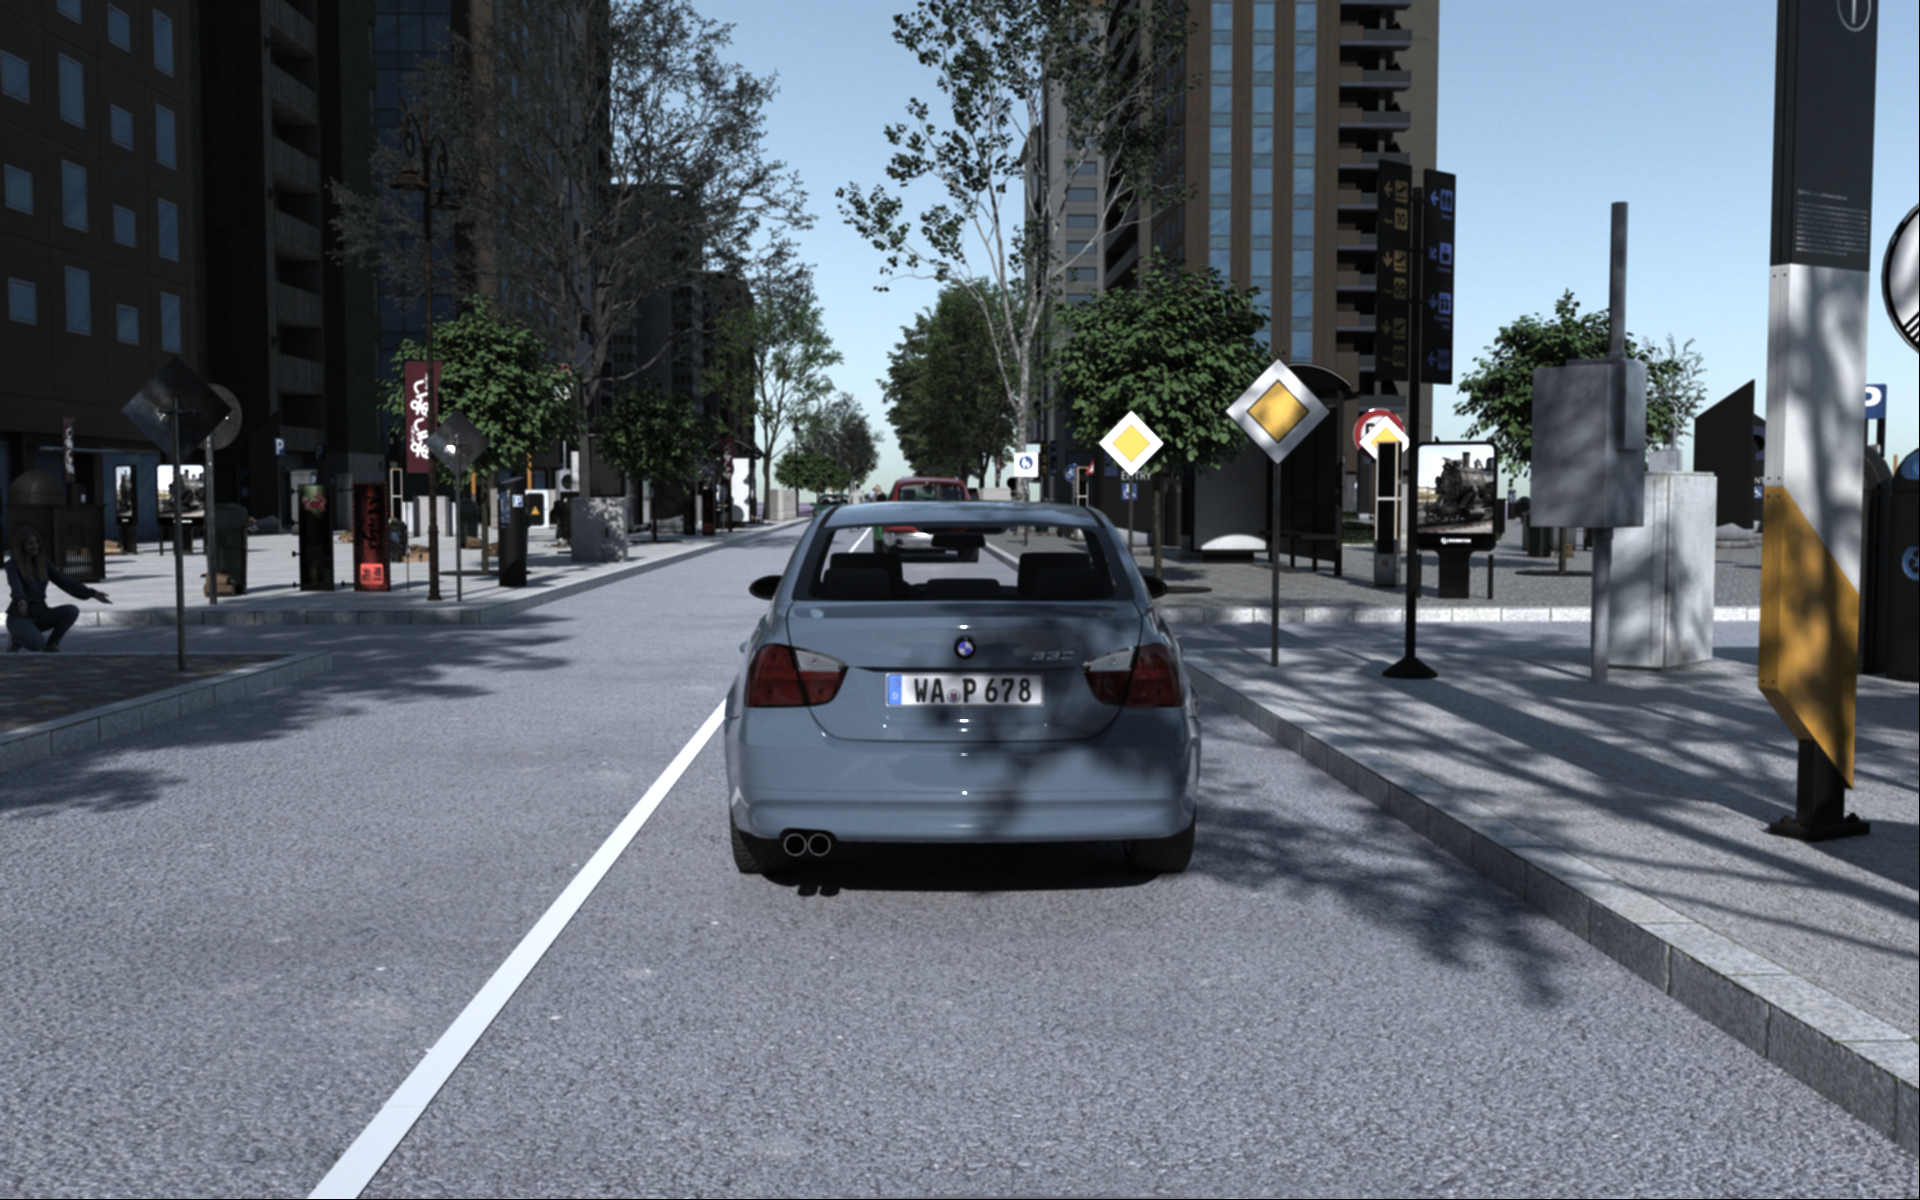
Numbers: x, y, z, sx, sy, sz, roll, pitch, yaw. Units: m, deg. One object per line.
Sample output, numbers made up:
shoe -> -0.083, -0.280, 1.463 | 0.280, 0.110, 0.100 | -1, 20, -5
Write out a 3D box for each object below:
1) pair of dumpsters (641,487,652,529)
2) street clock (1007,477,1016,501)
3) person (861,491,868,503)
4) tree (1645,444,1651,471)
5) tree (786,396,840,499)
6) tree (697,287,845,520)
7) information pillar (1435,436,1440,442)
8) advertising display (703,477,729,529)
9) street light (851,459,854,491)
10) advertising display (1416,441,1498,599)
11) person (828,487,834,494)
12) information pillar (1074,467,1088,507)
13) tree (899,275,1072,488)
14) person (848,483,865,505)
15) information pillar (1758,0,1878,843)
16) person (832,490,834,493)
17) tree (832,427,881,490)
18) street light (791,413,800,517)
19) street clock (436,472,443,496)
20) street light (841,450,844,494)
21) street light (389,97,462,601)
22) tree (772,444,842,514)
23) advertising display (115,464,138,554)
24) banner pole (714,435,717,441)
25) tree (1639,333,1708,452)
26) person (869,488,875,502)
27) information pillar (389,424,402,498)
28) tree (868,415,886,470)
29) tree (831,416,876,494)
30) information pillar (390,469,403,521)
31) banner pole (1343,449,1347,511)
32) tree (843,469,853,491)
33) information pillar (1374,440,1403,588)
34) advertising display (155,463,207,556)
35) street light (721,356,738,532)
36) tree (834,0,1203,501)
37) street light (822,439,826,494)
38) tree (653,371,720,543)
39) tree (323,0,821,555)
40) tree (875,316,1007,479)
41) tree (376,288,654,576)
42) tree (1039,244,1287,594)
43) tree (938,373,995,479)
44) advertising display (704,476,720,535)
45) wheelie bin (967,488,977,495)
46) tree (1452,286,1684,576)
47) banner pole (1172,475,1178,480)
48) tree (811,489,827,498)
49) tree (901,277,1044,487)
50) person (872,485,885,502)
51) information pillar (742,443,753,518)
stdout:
pair of dumpsters -> -12.109, -3.757, 63.925 | 1.574, 2.255, 4.437 | 0, 4, -2
street clock -> 2.297, -4.327, 75.311 | 0.471, 2.002, 0.358 | 2, 4, 29
person -> -8.798, -9.084, 157.738 | 0.721, 1.743, 1.217 | 3, 4, 37
tree -> 21.840, -3.740, 55.747 | 1.663, 3.219, 1.824 | 0, 3, 0
tree -> -10.721, -10.885, 128.330 | 4.360, 8.622, 3.978 | 0, 3, 0
tree -> -9.518, -9.779, 85.644 | 9.928, 11.665, 9.643 | 0, 3, 0
information pillar -> 19.289, -4.803, 69.889 | 0.183, 3.616, 0.504 | -1, 4, -12
advertising display -> -8.916, -3.554, 63.324 | 0.974, 1.923, 0.123 | 1, 4, 10
street light -> -13.517, -14.974, 217.617 | 0.468, 5.910, 1.993 | 0, 4, -2
advertising display -> 6.075, -0.981, 21.245 | 0.974, 1.923, 0.123 | 1, 4, 21
person -> -6.634, -4.933, 89.378 | 0.641, 1.798, 0.478 | -1, 4, -20
information pillar -> 3.284, -2.602, 47.043 | 0.304, 2.012, 0.304 | -1, 4, -15
tree -> 1.187, -9.498, 81.052 | 9.928, 11.665, 9.643 | 0, 3, 0
person -> -3.905, -3.476, 65.185 | 0.661, 1.843, 0.795 | 1, 4, 13
information pillar -> 3.172, -0.919, 6.383 | 0.504, 3.616, 0.183 | -2, 4, -30
person -> -7.507, -5.680, 102.298 | 0.756, 1.711, 0.436 | 3, 4, 37
tree -> -14.666, -18.417, 235.527 | 8.767, 10.594, 7.601 | 1, 4, 9
street light -> -9.181, -7.608, 97.177 | 0.468, 5.910, 1.993 | 0, 4, -2
street clock -> -16.797, -3.121, 55.591 | 0.471, 2.002, 0.358 | 3, 4, 36
street light -> -12.200, -12.690, 180.267 | 0.468, 5.910, 1.993 | 0, 4, -2
street light -> -6.348, -2.933, 20.745 | 0.468, 5.910, 1.993 | 0, 4, -2
tree -> -10.674, -7.976, 114.126 | 4.285, 4.588, 4.351 | 0, 3, 0
advertising display -> -18.105, -1.983, 37.630 | 0.974, 1.923, 0.123 | 3, 5, 45
banner pole -> -10.206, -5.128, 73.859 | 0.863, 3.779, 0.401 | 1, 4, 17
tree -> 31.959, -7.848, 78.675 | 4.360, 8.622, 3.978 | 0, 3, 0
person -> -5.899, -6.805, 119.623 | 0.709, 1.838, 0.599 | 1, 4, 13
information pillar -> -18.890, -4.070, 57.897 | 0.504, 3.616, 0.183 | 3, 4, 39
tree -> -13.869, -17.927, 203.473 | 12.009, 13.543, 11.850 | 0, 3, 0
tree -> -15.502, -20.316, 250.287 | 7.486, 12.596, 7.792 | 0, 3, 0
information pillar -> -16.315, -2.793, 50.161 | 0.304, 2.012, 0.304 | -1, 4, -23
banner pole -> 21.162, -6.453, 95.527 | 0.401, 3.779, 0.863 | 3, 5, 43
tree -> -10.100, -8.435, 121.618 | 4.285, 4.588, 4.351 | 0, 3, 0
information pillar -> 5.910, -1.186, 23.888 | 0.304, 2.012, 0.304 | 2, 4, 27
advertising display -> -16.241, -1.892, 36.155 | 0.974, 1.923, 0.123 | -1, 4, -13
street light -> -7.729, -5.219, 58.118 | 0.468, 5.910, 1.993 | 0, 4, -2
tree -> 2.111, -12.357, 57.924 | 12.611, 20.169, 13.585 | 0, 3, 0
street light -> -10.562, -9.892, 134.524 | 0.468, 5.910, 1.993 | 0, 4, -2
tree -> -8.093, -3.814, 46.077 | 4.285, 4.588, 4.351 | 0, 3, 0
tree -> -8.024, -7.727, 36.710 | 12.009, 13.543, 11.850 | 0, 3, 0
tree -> -0.876, -12.699, 114.287 | 9.857, 13.997, 8.962 | 0, 3, 0
tree -> -7.712, -2.689, 27.686 | 4.285, 4.588, 4.351 | 0, 3, 0
tree -> 2.697, -2.398, 22.925 | 4.285, 4.588, 4.351 | 0, 3, 0
tree -> 0.233, -9.091, 98.994 | 4.737, 8.622, 4.395 | 0, 3, 0
advertising display -> -7.880, -3.043, 54.969 | 0.123, 1.923, 0.974 | -1, 4, -19
wheelie bin -> 0.635, -5.159, 92.259 | 0.980, 1.594, 0.693 | 0, 3, 0
tree -> 9.608, -2.688, 27.660 | 4.285, 4.588, 4.351 | 0, 3, 0
banner pole -> 10.424, -5.721, 83.557 | 0.401, 3.779, 0.863 | -3, 5, -41
tree -> -11.411, -8.993, 141.633 | 1.663, 3.219, 1.824 | 0, 3, 0
tree -> 0.656, -10.574, 91.008 | 7.486, 12.596, 7.792 | 0, 3, 0
person -> -3.143, -3.588, 67.351 | 0.537, 1.800, 0.526 | 0, 4, 1
information pillar -> -9.802, -5.429, 80.118 | 0.504, 3.616, 0.183 | 0, 4, 1
